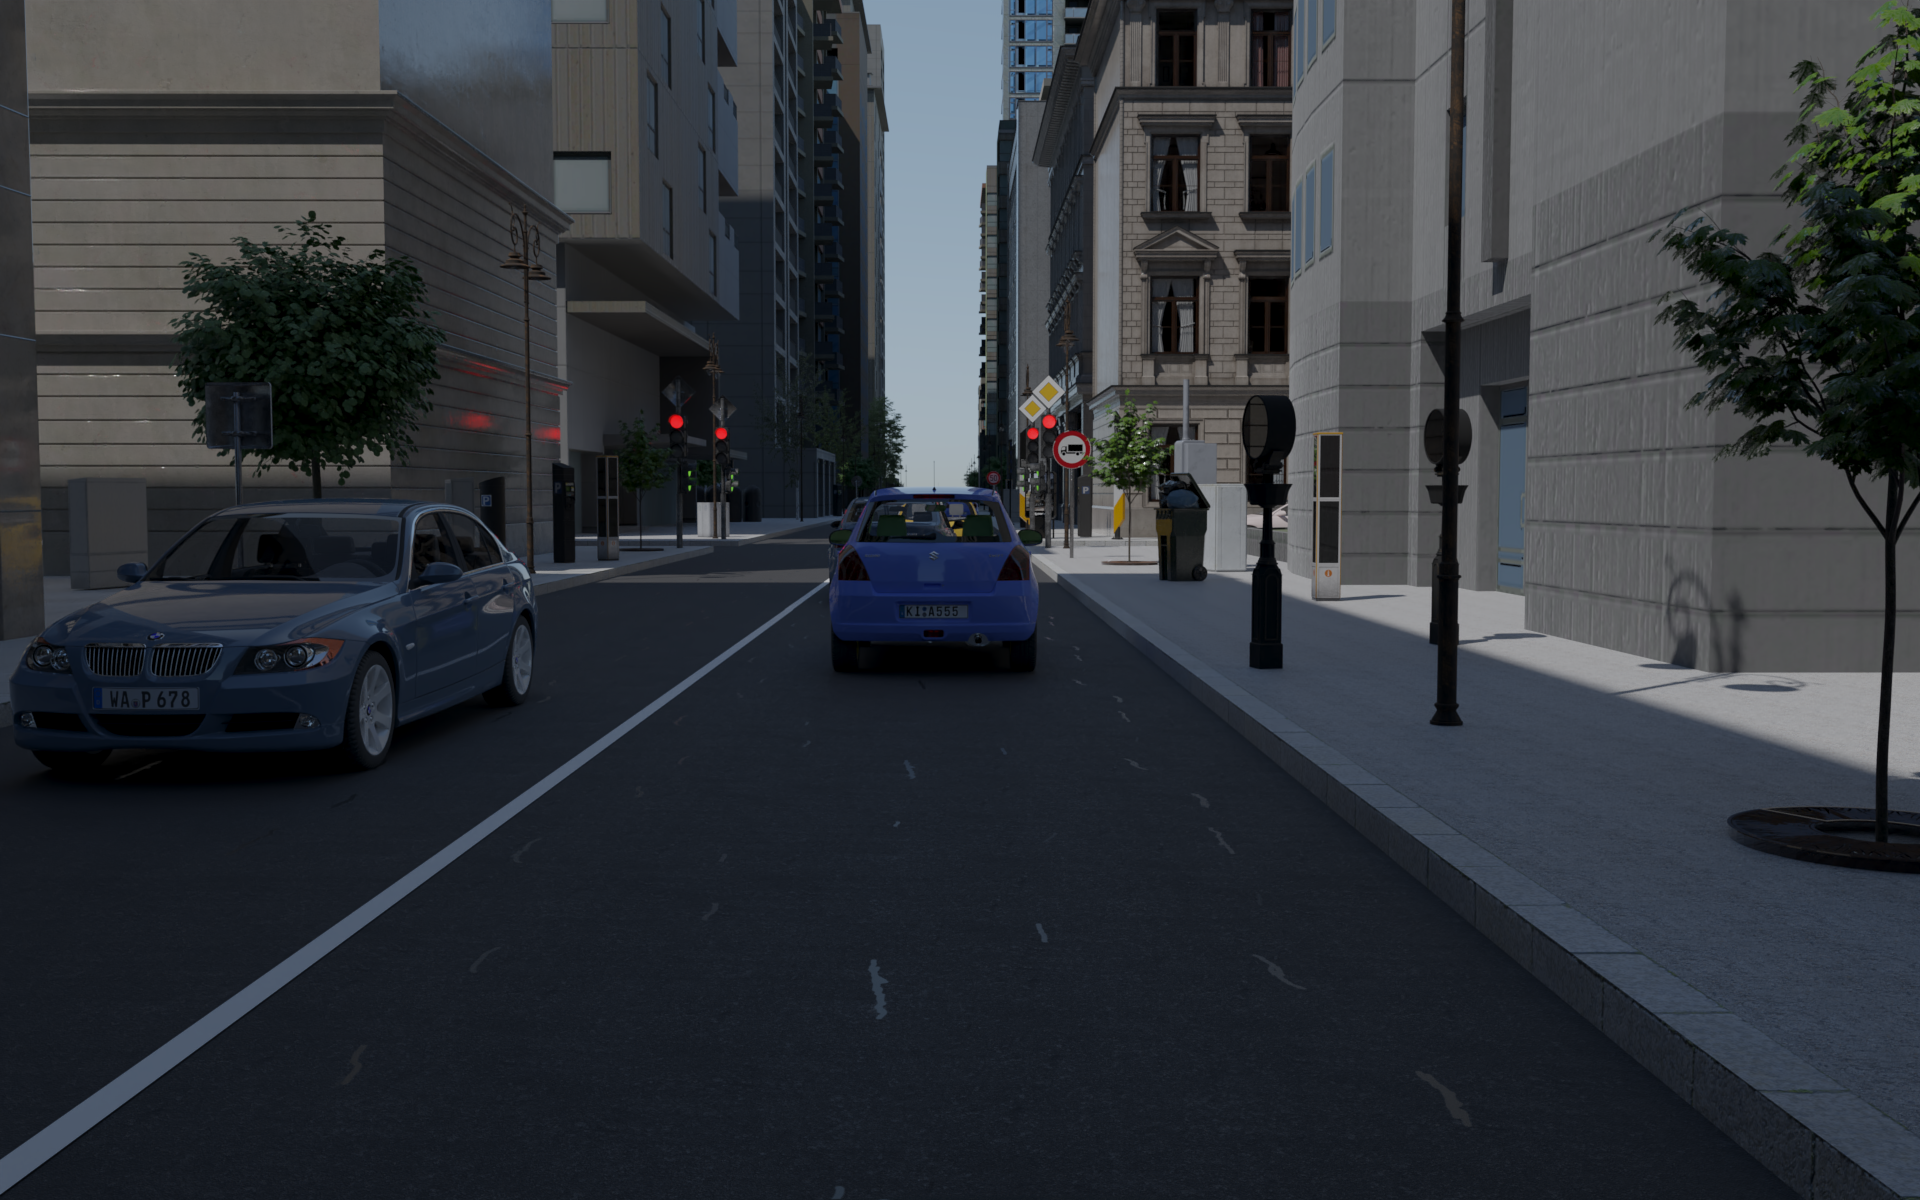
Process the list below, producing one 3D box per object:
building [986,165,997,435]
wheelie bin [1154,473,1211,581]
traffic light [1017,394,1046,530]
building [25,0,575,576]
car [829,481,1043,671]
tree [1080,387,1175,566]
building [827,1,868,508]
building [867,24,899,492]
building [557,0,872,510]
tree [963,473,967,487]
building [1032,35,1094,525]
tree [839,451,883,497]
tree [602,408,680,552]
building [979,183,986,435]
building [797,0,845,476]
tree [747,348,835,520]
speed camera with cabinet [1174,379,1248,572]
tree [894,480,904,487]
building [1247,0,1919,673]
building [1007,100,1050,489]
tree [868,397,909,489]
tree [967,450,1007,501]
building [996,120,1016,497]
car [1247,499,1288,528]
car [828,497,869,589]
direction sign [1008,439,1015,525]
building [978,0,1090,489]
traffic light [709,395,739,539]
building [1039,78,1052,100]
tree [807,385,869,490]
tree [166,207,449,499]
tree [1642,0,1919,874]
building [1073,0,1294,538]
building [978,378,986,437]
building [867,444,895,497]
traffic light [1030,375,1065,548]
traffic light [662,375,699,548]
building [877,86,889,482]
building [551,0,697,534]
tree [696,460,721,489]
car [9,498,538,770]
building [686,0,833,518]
[{"bbox_3d":[10.218,-32.678,217.878,14.154,41.232,14.086,0,4,0],"label":"building"},{"bbox_3d":[3.273,-1.083,25.614,0.693,1.594,0.980,-1,4,-19],"label":"wheelie bin"},{"bbox_3d":[2.030,-3.677,49.034,0.839,4.253,0.868,0,4,0],"label":"traffic light"},{"bbox_3d":[-25.819,-13.085,33.032,34.723,24.649,14.460,0,4,0],"label":"building"},{"bbox_3d":[-0.217,-0.350,15.322,1.945,1.707,3.694,0,4,-1],"label":"car"},{"bbox_3d":[3.063,-2.262,31.586,1.663,3.219,1.824,0,3,0],"label":"tree"},{"bbox_3d":[-15.718,-31.154,159.476,14.600,45.320,14.200,0,4,0],"label":"building"},{"bbox_3d":[-19.840,-50.843,269.529,20.563,71.187,20.611,0,4,0],"label":"building"},{"bbox_3d":[-23.986,-36.158,180.415,28.713,52.752,27.495,0,4,0],"label":"building"},{"bbox_3d":[1.836,-13.694,207.608,4.285,4.588,4.351,0,3,0],"label":"tree"},{"bbox_3d":[8.814,-14.252,83.935,10.553,20.767,40.483,0,4,0],"label":"building"},{"bbox_3d":[-7.539,-9.027,131.299,4.285,4.588,4.351,0,3,0],"label":"tree"},{"bbox_3d":[-7.160,-2.711,38.930,1.663,3.219,1.824,0,3,0],"label":"tree"},{"bbox_3d":[13.738,-35.756,239.227,22.147,44.769,28.867,0,4,0],"label":"building"},{"bbox_3d":[-20.756,-29.562,137.970,22.147,44.769,28.867,0,4,0],"label":"building"},{"bbox_3d":[-8.339,-8.304,86.139,4.360,8.622,3.978,0,3,0],"label":"tree"},{"bbox_3d":[4.236,-2.140,29.326,0.660,3.252,2.038,-1,4,-13],"label":"speed camera with cabinet"},{"bbox_3d":[-8.256,-15.457,247.318,1.663,3.219,1.824,0,3,0],"label":"tree"},{"bbox_3d":[15.782,-29.522,24.676,21.231,58.520,28.212,0,4,0],"label":"building"},{"bbox_3d":[9.431,-18.124,114.344,12.078,24.808,19.932,0,4,0],"label":"building"},{"bbox_3d":[-9.486,-17.303,201.025,7.486,12.596,7.792,0,3,0],"label":"tree"},{"bbox_3d":[3.173,-8.851,128.426,4.285,4.588,4.351,0,3,0],"label":"tree"},{"bbox_3d":[9.847,-22.343,137.002,14.160,30.474,14.107,0,4,0],"label":"building"},{"bbox_3d":[8.761,-1.983,44.780,4.827,1.381,2.083,0,3,0],"label":"car"},{"bbox_3d":[-0.908,-0.796,25.019,2.014,1.417,4.499,0,4,1],"label":"car"},{"bbox_3d":[2.084,-4.883,71.838,0.379,3.537,0.876,0,4,-7],"label":"direction sign"},{"bbox_3d":[13.335,-53.156,181.772,22.319,86.520,31.000,0,4,0],"label":"building"},{"bbox_3d":[-6.681,-3.673,48.967,0.839,4.253,0.868,0,4,0],"label":"traffic light"},{"bbox_3d":[19.204,-28.373,155.774,32.217,40.220,23.993,0,4,0],"label":"building"},{"bbox_3d":[-8.480,-10.253,118.001,4.737,8.622,4.395,0,3,0],"label":"tree"},{"bbox_3d":[-7.492,-2.216,19.938,4.285,4.588,4.351,0,3,0],"label":"tree"},{"bbox_3d":[3.285,-0.718,6.344,1.663,3.219,1.824,0,3,0],"label":"tree"},{"bbox_3d":[13.574,-11.642,54.971,19.286,19.102,10.561,0,4,0],"label":"building"},{"bbox_3d":[16.840,-25.953,269.374,27.650,21.520,28.899,0,4,0],"label":"building"},{"bbox_3d":[-25.571,-33.989,247.595,32.217,40.220,23.993,0,4,0],"label":"building"},{"bbox_3d":[2.076,-3.188,41.049,0.839,4.253,0.868,0,4,0],"label":"traffic light"},{"bbox_3d":[-6.635,-3.184,40.982,0.839,4.253,0.868,0,4,0],"label":"traffic light"},{"bbox_3d":[-23.763,-38.672,221.527,28.713,52.752,27.495,0,4,0],"label":"building"},{"bbox_3d":[-22.721,-28.904,61.812,28.713,52.752,27.495,0,4,0],"label":"building"},{"bbox_3d":[-12.721,-6.204,85.152,4.285,4.588,4.351,0,3,0],"label":"tree"},{"bbox_3d":[-3.862,0.090,10.525,2.014,1.417,4.499,0,4,1],"label":"car"},{"bbox_3d":[-17.862,-40.486,100.195,20.563,71.187,20.611,0,4,0],"label":"building"}]
